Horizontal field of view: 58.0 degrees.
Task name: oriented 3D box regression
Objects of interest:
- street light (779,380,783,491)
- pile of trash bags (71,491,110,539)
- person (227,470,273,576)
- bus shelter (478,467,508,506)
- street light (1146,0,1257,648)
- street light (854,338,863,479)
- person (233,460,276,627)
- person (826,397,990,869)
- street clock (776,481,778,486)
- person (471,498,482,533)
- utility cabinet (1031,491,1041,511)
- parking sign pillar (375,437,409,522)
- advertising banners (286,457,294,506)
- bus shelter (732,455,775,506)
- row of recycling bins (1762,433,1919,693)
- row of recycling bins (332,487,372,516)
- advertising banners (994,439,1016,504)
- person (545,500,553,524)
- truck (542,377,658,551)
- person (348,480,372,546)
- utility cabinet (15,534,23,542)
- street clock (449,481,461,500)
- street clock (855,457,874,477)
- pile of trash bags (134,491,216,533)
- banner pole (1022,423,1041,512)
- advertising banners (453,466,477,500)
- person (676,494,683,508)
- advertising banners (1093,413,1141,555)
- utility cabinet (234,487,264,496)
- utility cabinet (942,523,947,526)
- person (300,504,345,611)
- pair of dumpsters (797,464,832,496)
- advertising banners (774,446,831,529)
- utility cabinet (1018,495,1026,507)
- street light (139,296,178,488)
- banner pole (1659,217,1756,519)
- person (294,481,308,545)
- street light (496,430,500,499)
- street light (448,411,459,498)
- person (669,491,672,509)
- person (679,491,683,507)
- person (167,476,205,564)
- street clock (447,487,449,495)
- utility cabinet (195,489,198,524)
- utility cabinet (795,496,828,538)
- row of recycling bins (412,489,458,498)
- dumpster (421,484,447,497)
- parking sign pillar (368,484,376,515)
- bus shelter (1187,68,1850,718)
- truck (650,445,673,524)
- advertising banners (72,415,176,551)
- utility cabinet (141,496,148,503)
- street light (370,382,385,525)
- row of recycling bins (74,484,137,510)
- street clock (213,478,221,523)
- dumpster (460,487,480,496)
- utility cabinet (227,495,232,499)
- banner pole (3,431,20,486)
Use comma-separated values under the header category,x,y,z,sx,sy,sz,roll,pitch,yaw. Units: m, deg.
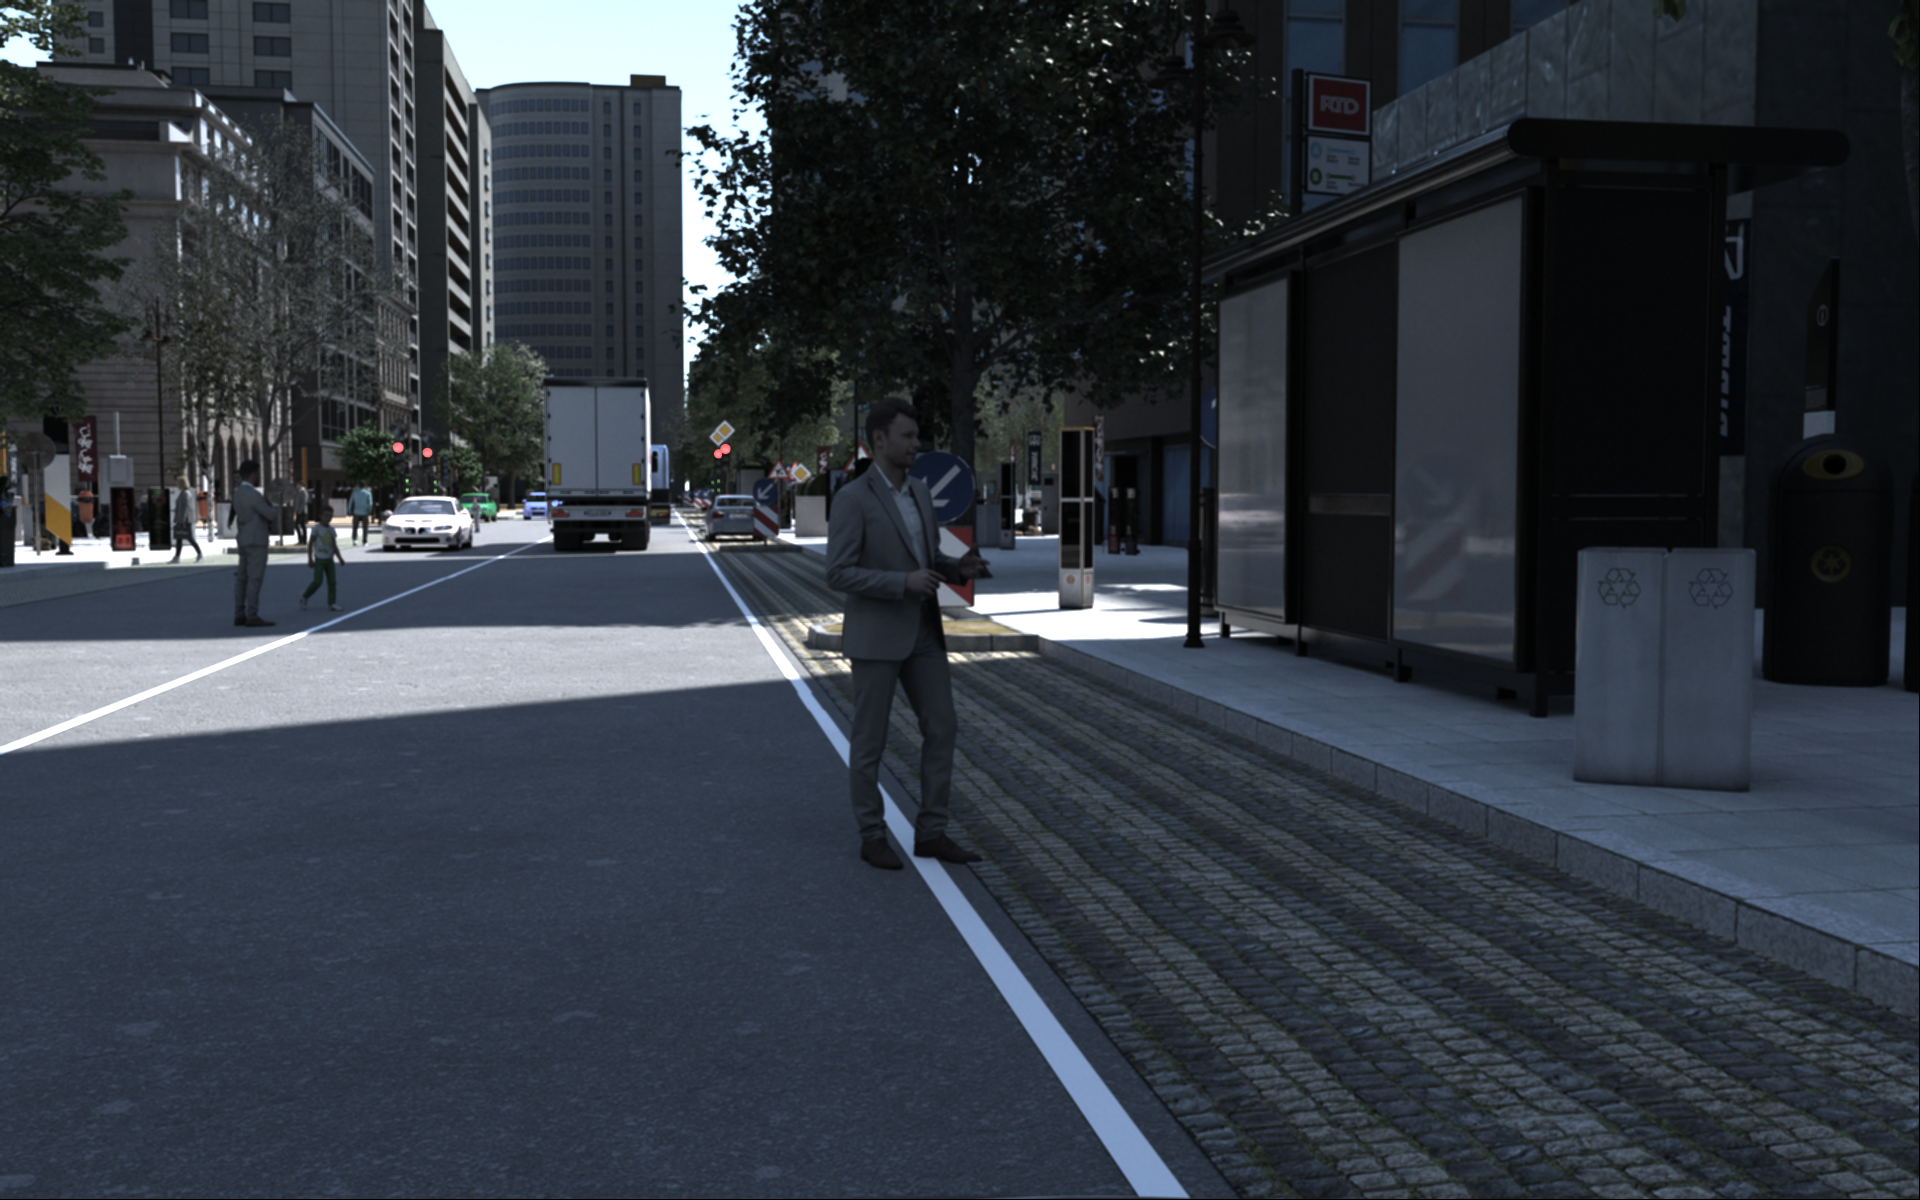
category,x,y,z,sx,sy,sz,roll,pitch,yaw
street light,-6.718,-5.643,65.053,0.468,5.910,1.993,-1,4,-10
pile of trash bags,-25.697,-2.533,51.161,1.912,1.369,3.447,-2,4,-24
person,-12.325,-1.317,29.812,0.659,1.850,0.755,1,4,19
bus shelter,-36.004,-8.517,133.175,2.014,3.302,5.546,-1,4,-10
street light,1.960,-2.541,14.331,0.468,5.910,1.993,-1,4,-10
street light,-2.380,-4.094,39.719,0.468,5.910,1.993,-1,4,-10
person,-7.657,-0.623,18.871,0.511,1.800,0.466,2,4,29
person,-0.188,0.126,6.632,0.583,1.804,0.606,2,4,35
street clock,-9.138,-5.136,88.544,0.471,2.002,0.358,-1,4,-21
person,-17.970,-3.155,64.360,0.425,1.301,0.394,0,4,-2
utility cabinet,5.781,-7.557,132.235,0.318,1.500,1.173,-3,5,-42
parking sign pillar,-26.611,-5.689,81.485,1.447,3.967,1.447,-1,4,-20
advertising banners,-32.413,-5.318,83.139,2.074,3.025,0.090,3,5,43
bus shelter,-10.769,-5.964,91.438,2.014,3.302,5.546,-1,4,-10
row of recycling bins,6.763,-0.226,10.805,1.069,1.692,3.534,-2,4,-35
row of recycling bins,-35.859,-5.819,102.255,3.534,1.692,1.069,3,4,37
advertising banners,1.470,-3.676,56.283,0.090,3.025,2.074,-1,4,-16
person,-19.502,-4.510,82.573,0.599,1.781,0.374,3,5,39
truck,-9.689,-3.565,47.202,2.839,4.237,11.283,-1,4,-10
person,-16.584,-2.406,47.855,0.660,1.820,0.620,-1,4,-12
utility cabinet,-25.807,-2.166,46.569,1.020,1.237,0.306,-2,4,-29
street clock,-27.821,-5.577,95.748,0.358,2.002,0.471,1,4,19
street clock,-1.838,-1.823,34.381,0.471,2.002,0.358,0,4,4
pile of trash bags,-26.847,-2.968,58.274,3.447,1.369,1.912,-3,5,-39
banner pole,2.474,-4.342,61.003,0.863,3.779,0.401,-1,4,-12
advertising banners,-30.218,-6.706,105.828,2.074,3.025,0.090,2,4,30
person,-28.534,-10.058,176.139,0.628,1.438,0.799,2,4,30
advertising banners,3.312,-2.495,36.981,0.090,3.025,2.074,-1,4,-23
utility cabinet,-23.456,-2.966,57.176,0.318,1.500,1.173,1,4,13
utility cabinet,-0.371,-2.013,41.590,0.318,1.500,1.173,3,5,43
person,-7.843,-0.521,21.271,0.590,1.304,0.306,1,4,19
pair of dumpsters,-4.606,-3.454,58.971,1.574,2.255,4.437,-1,4,-10
advertising banners,-5.696,-4.096,63.163,2.074,3.025,0.090,1,4,11
utility cabinet,5.519,-8.502,150.175,1.020,1.237,0.306,0,4,6
street light,-18.709,-4.144,40.549,0.468,5.910,1.993,-1,4,-10
banner pole,5.988,-1.474,14.113,0.863,3.779,0.401,3,5,40
person,-18.399,-2.423,48.295,0.473,1.802,0.592,0,4,-5
street light,-32.645,-9.146,122.328,0.468,5.910,1.993,-1,4,-10
street light,-28.320,-7.597,96.991,0.468,5.910,1.993,-1,4,-10
person,-28.579,-9.861,170.518,0.721,1.735,1.217,-1,4,-22
person,-28.713,-10.339,178.093,0.434,1.755,0.990,0,4,5
person,-15.869,-1.640,35.496,0.728,1.800,0.709,-2,4,-32
street clock,-39.870,-7.990,135.214,0.358,2.002,0.471,0,4,5
utility cabinet,-33.265,-3.998,74.044,1.173,1.500,0.318,-2,4,-33
utility cabinet,-4.370,-2.453,51.265,1.020,1.237,0.306,0,4,-4
row of recycling bins,-38.936,-7.447,128.864,3.534,1.692,1.069,-2,4,-27
dumpster,-30.483,-5.783,100.312,1.264,1.857,1.865,-1,4,-10
parking sign pillar,-35.705,-7.129,105.035,1.447,3.967,1.447,-1,4,-12
bus shelter,3.360,-2.231,14.107,2.179,5.291,8.768,-1,4,-10
truck,-16.240,-6.095,89.418,2.967,4.110,18.799,-1,4,-10
advertising banners,-18.782,-2.611,38.884,2.074,3.025,0.090,-2,4,-33
utility cabinet,-34.753,-3.862,74.301,1.020,1.237,0.306,3,4,39
street light,-23.959,-6.028,71.347,0.468,5.910,1.993,-1,4,-10
row of recycling bins,-35.250,-3.932,71.403,1.069,1.692,3.534,0,4,7
street clock,-33.438,-4.490,77.975,0.358,2.002,0.471,-1,4,-21
dumpster,-34.672,-7.135,122.410,1.264,1.857,1.865,-1,4,-10
utility cabinet,-34.261,-4.347,82.228,0.306,1.237,1.020,2,4,27
banner pole,-37.941,-4.843,69.203,0.401,3.779,0.863,2,4,29
